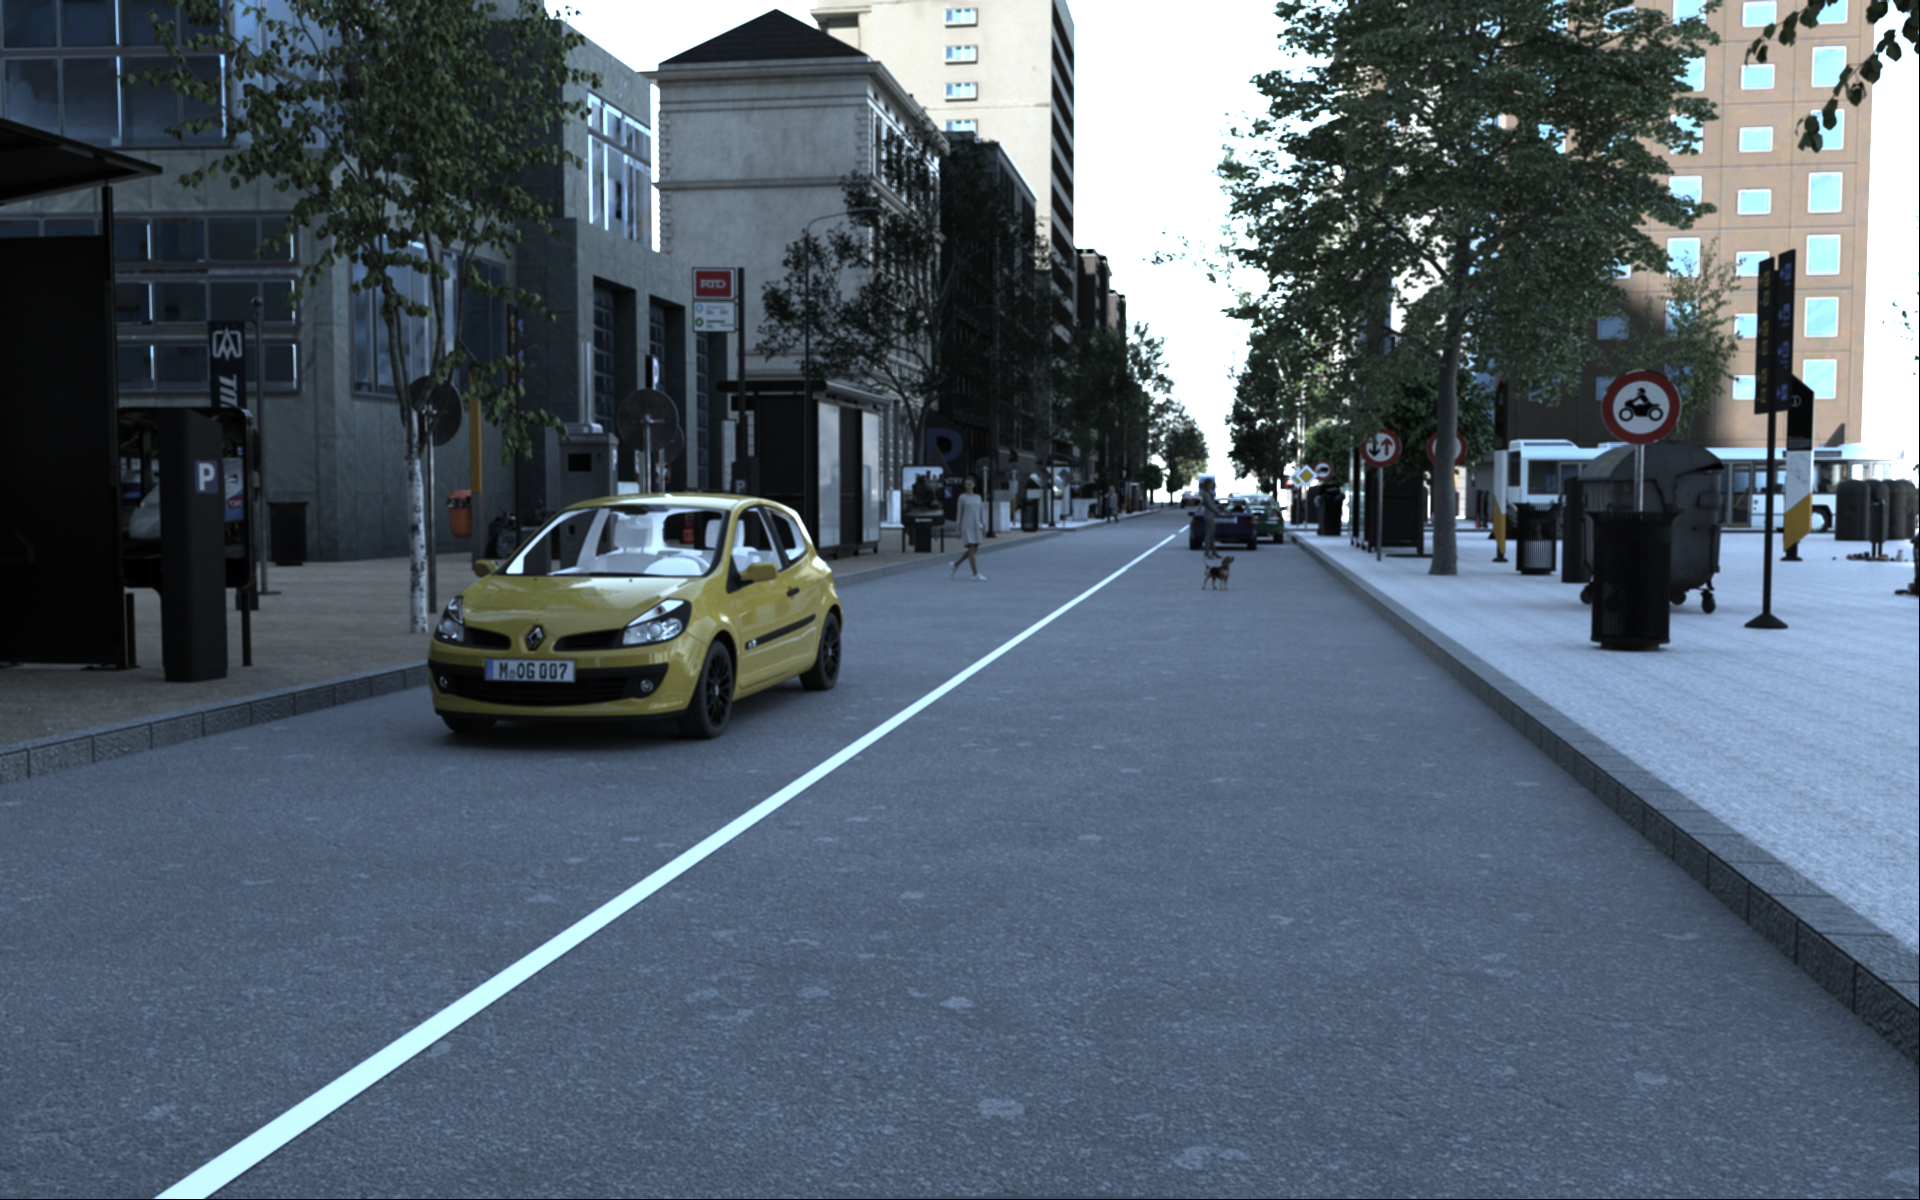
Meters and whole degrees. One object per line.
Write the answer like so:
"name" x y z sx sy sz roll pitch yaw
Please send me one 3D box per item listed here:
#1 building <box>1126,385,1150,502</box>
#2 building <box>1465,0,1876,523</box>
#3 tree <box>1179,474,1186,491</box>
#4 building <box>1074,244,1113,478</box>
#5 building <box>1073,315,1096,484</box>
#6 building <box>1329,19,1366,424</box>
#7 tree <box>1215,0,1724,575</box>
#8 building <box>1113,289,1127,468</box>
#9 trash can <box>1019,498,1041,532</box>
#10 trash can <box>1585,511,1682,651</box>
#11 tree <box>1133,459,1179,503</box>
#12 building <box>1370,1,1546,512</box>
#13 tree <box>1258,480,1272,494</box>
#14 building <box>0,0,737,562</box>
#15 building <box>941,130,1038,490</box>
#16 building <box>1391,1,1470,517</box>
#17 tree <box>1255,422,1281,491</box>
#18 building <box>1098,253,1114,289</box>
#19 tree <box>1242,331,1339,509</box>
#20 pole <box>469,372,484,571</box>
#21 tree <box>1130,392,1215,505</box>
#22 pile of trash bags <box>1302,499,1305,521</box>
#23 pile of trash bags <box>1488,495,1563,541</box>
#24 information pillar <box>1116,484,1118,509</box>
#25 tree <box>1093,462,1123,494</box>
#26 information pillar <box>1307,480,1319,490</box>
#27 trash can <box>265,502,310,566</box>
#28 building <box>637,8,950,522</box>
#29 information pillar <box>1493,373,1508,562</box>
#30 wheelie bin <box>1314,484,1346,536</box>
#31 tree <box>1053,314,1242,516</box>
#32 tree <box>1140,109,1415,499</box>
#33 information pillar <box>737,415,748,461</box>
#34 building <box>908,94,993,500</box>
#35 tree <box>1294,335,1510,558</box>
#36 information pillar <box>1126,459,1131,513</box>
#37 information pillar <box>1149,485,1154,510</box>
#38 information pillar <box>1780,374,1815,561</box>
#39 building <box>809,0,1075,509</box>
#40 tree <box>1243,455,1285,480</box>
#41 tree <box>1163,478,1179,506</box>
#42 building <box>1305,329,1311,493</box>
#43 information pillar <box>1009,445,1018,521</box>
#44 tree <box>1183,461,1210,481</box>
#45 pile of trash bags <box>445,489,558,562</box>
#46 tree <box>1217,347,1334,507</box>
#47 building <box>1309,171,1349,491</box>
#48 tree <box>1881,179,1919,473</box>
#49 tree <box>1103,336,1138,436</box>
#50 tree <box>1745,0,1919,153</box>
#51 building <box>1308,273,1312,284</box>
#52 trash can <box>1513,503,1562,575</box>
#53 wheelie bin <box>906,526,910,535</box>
"building" 16.795 -27.040 287.149 27.650 21.520 28.899 1 4 9
"building" 30.751 -26.118 77.139 14.200 45.320 14.600 1 4 9
"tree" 29.420 -15.485 236.896 4.285 4.588 4.351 0 3 0
"building" 9.848 -26.312 201.905 14.160 30.474 14.107 1 4 9
"building" -0.654 -20.602 181.877 27.650 21.520 28.899 1 4 9
"building" 55.283 -36.705 189.359 28.713 52.752 27.495 1 4 9
"tree" 8.064 -6.657 26.974 7.486 12.596 7.792 0 3 0
"building" 15.740 -28.704 241.007 14.160 30.474 14.107 1 4 9
"trash can" 2.365 -2.874 58.649 0.748 1.137 0.748 0 3 0
"trash can" 5.554 -0.164 14.328 0.748 1.137 0.748 0 3 0
"tree" 17.370 -10.596 156.957 4.285 4.588 4.351 0 3 0
"building" 43.061 -30.880 155.005 14.600 45.320 14.200 1 4 9
"tree" 40.193 -14.154 226.014 1.663 3.219 1.824 0 3 0
"building" -23.923 -44.627 42.331 31.000 86.520 22.319 1 4 9
"building" -2.787 -20.245 124.508 14.314 27.812 24.014 1 4 9
"building" 38.165 -34.668 108.827 21.231 58.520 28.212 1 4 9
"tree" 27.969 -12.551 155.573 4.360 8.622 3.978 0 3 0
"building" 9.883 -34.802 260.896 32.217 40.220 23.993 1 4 9
"tree" 20.179 -11.211 109.049 9.928 11.665 9.643 0 3 0
"pole" -8.098 -2.150 29.002 0.158 3.312 0.155 0 3 0
"tree" 26.205 -18.527 213.287 12.009 13.543 11.850 0 3 0
"pile of trash bags" 17.399 -4.403 81.742 3.447 1.369 1.912 1 4 13
"pile of trash bags" 16.223 -2.343 48.065 1.912 1.369 3.447 -1 4 -15
"information pillar" 9.964 -6.493 110.656 0.304 2.012 0.304 0 4 4
"tree" 8.832 -6.813 105.999 1.663 3.219 1.824 0 3 0
"information pillar" 20.157 -6.541 98.306 0.504 3.616 0.183 3 4 38
"trash can" -12.005 -1.181 30.956 0.748 1.137 0.748 0 3 0
"building" -7.342 -15.760 86.554 11.050 23.489 19.941 1 4 9
"information pillar" 10.225 -2.532 32.753 0.183 3.616 0.504 0 4 -2
"wheelie bin" 11.436 -2.780 53.355 0.980 1.594 0.693 -1 4 -11
"tree" 8.985 -10.624 99.463 9.928 11.665 9.643 0 3 0
"tree" 15.795 -14.097 86.383 12.611 20.169 13.585 0 3 0
"information pillar" -6.469 -3.659 51.178 0.504 3.616 0.183 2 4 24
"building" -5.201 -16.832 104.889 12.332 23.373 15.834 1 4 9
"tree" 9.456 -3.170 35.548 4.285 4.588 4.351 0 3 0
"information pillar" 11.116 -7.512 114.170 0.183 3.616 0.504 3 5 44
"information pillar" 15.064 -8.047 136.057 0.304 2.012 0.304 1 4 21
"information pillar" 16.040 -2.555 33.123 0.183 3.616 0.504 -3 5 -44
"building" -1.399 -32.459 154.409 21.300 48.544 21.600 1 4 9
"tree" 41.600 -18.612 238.723 8.767 10.594 7.601 -3 5 -42
"tree" 22.686 -11.819 187.842 1.663 3.219 1.824 0 3 0
"building" 61.336 -30.665 273.078 14.160 30.474 14.107 1 4 9
"information pillar" 2.536 -5.537 81.878 0.183 3.616 0.504 -3 4 -38
"tree" 39.901 -22.322 299.375 7.601 10.594 8.767 -2 4 -25
"pile of trash bags" -8.650 -1.489 34.102 1.912 1.369 3.447 2 4 33
"tree" 22.948 -12.757 125.584 9.611 12.733 9.660 0 3 0
"building" 62.780 -38.550 253.998 21.300 48.544 21.600 1 4 9
"tree" 22.390 -5.375 38.252 4.360 8.622 3.978 0 3 0
"tree" 3.840 -8.552 74.232 8.767 10.594 7.601 2 4 24
"tree" 4.999 -3.524 7.978 4.737 8.622 4.395 0 3 0
"building" 64.384 -36.901 286.930 14.154 41.232 14.086 1 4 9
"trash can" 9.181 -0.974 27.580 0.748 1.137 0.748 0 3 0
"wheelie bin" -1.239 -2.810 53.846 0.693 1.594 0.980 2 4 31
